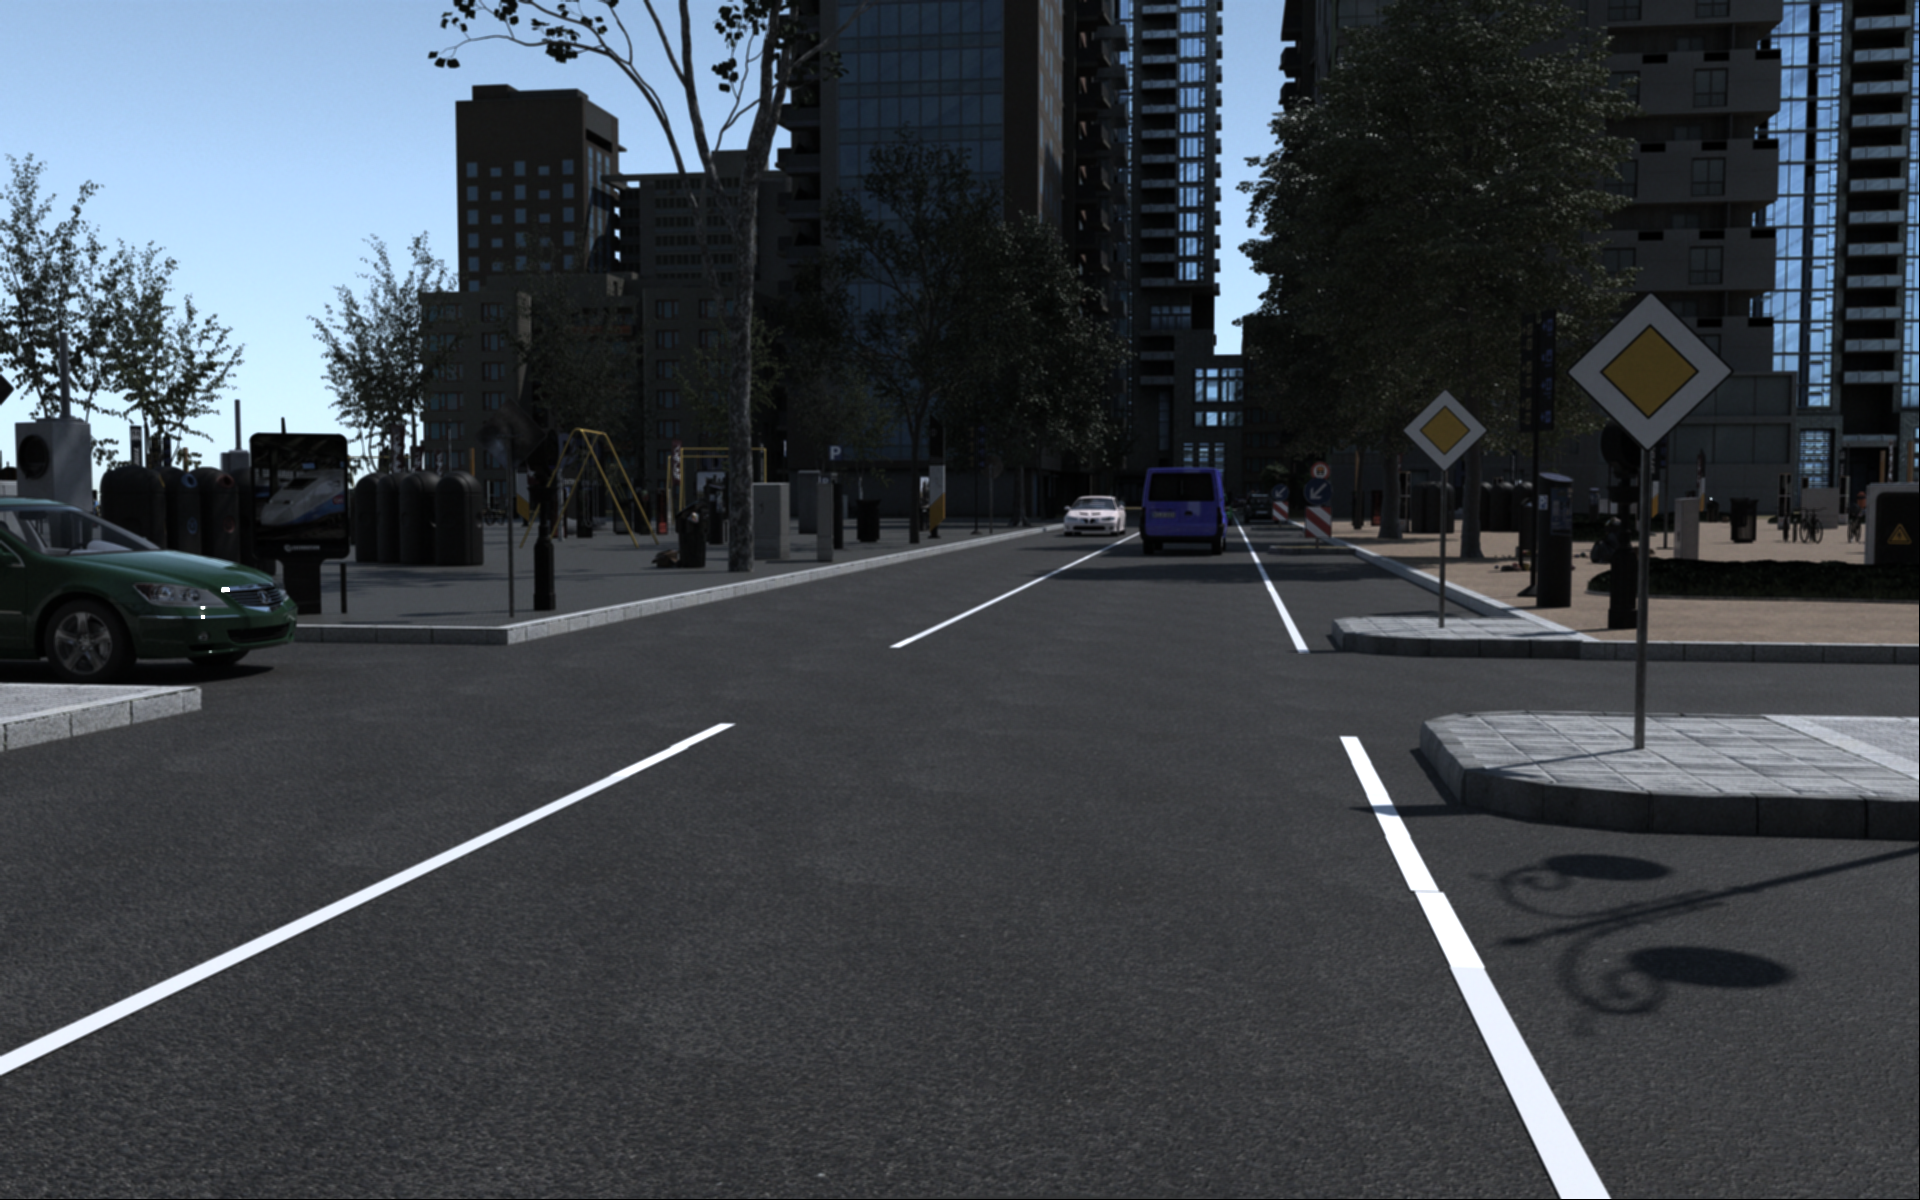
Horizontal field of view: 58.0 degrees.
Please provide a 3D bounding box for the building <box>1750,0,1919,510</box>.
[{"bbox_3d":[71.633,-50.941,145.552,31.000,86.520,22.319,1,4,9],"label":"building"}]

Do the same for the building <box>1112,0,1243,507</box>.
[{"bbox_3d":[14.930,-53.437,186.364,31.000,86.520,22.319,1,4,9],"label":"building"}]

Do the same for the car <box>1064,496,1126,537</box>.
[{"bbox_3d":[4.715,-2.918,60.064,2.083,1.381,4.827,1,4,10],"label":"car"}]

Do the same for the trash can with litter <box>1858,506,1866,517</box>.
[{"bbox_3d":[20.261,-1.631,38.054,1.055,1.170,0.624,-3,4,-39],"label":"trash can with litter"}]

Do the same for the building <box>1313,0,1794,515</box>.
[{"bbox_3d":[38.497,-32.357,118.280,28.713,52.752,27.495,1,4,9],"label":"building"}]

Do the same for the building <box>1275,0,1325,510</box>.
[{"bbox_3d":[38.332,-30.119,147.064,22.147,44.769,28.867,1,4,9],"label":"building"}]

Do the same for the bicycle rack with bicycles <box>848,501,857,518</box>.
[{"bbox_3d":[-6.234,-4.844,92.583,2.925,0.926,2.852,1,4,12],"label":"bicycle rack with bicycles"}]

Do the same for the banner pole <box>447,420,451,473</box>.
[{"bbox_3d":[-17.067,-4.157,57.988,0.401,3.779,0.863,-1,4,-18],"label":"banner pole"}]

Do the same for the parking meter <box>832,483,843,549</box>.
[{"bbox_3d":[-2.923,-1.963,40.500,0.372,1.533,0.369,0,3,0],"label":"parking meter"}]

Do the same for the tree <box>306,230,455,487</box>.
[{"bbox_3d":[-15.412,-5.953,47.701,4.360,8.622,3.978,0,3,0],"label":"tree"}]

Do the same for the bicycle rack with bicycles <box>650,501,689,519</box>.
[{"bbox_3d":[-15.216,-4.617,88.871,2.852,0.926,2.925,-1,4,-21],"label":"bicycle rack with bicycles"}]

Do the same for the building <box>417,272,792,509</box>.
[{"bbox_3d":[-30.051,-19.269,160.082,28.899,21.520,27.650,1,4,9],"label":"building"}]

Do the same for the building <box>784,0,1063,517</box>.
[{"bbox_3d":[-1.554,-27.581,101.068,14.600,45.320,14.200,1,4,9],"label":"building"}]

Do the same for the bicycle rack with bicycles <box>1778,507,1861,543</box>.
[{"bbox_3d":[23.009,-1.995,45.997,2.852,0.926,2.925,2,4,28],"label":"bicycle rack with bicycles"}]

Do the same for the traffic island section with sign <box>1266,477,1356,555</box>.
[{"bbox_3d":[8.461,-2.020,41.661,1.989,1.847,2.006,1,4,9],"label":"traffic island section with sign"}]

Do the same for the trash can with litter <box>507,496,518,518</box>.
[{"bbox_3d":[-23.730,-4.911,91.688,0.624,1.170,1.055,-3,4,-37],"label":"trash can with litter"}]

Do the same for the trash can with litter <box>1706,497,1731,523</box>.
[{"bbox_3d":[34.150,-4.071,77.940,1.055,1.170,0.624,2,4,27],"label":"trash can with litter"}]

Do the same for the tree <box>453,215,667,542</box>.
[{"bbox_3d":[-10.555,-5.884,46.559,4.360,8.622,3.978,0,3,0],"label":"tree"}]

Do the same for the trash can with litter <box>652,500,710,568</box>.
[{"bbox_3d":[-4.908,-1.154,30.260,1.055,1.170,0.624,2,4,24],"label":"trash can with litter"}]

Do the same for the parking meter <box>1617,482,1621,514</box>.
[{"bbox_3d":[31.765,-4.744,83.276,0.255,1.863,0.399,1,4,19],"label":"parking meter"}]

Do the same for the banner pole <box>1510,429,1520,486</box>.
[{"bbox_3d":[21.400,-4.695,66.781,0.401,3.779,0.863,-1,4,-9],"label":"banner pole"}]

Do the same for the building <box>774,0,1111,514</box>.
[{"bbox_3d":[-0.913,-28.640,122.887,22.147,44.769,28.867,1,4,9],"label":"building"}]

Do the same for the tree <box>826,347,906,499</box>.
[{"bbox_3d":[-4.786,-8.225,84.835,4.737,8.622,4.395,0,3,0],"label":"tree"}]

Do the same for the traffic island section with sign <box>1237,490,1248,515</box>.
[{"bbox_3d":[19.989,-6.668,117.650,1.989,1.847,2.006,1,4,9],"label":"traffic island section with sign"}]

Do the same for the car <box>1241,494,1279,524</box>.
[{"bbox_3d":[14.805,-4.595,84.906,2.009,1.686,4.222,1,4,10],"label":"car"}]

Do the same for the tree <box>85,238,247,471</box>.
[{"bbox_3d":[-23.170,-6.101,50.108,4.737,8.622,4.395,0,3,0],"label":"tree"}]

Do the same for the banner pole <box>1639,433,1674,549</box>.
[{"bbox_3d":[16.290,-3.086,40.475,0.863,3.779,0.401,3,4,38],"label":"banner pole"}]

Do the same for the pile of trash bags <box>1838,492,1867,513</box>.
[{"bbox_3d":[40.844,-4.299,80.045,3.447,1.369,1.912,-2,4,-30],"label":"pile of trash bags"}]

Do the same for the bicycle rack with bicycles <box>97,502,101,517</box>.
[{"bbox_3d":[-46.988,-4.913,93.711,2.852,0.926,2.925,-3,5,-41],"label":"bicycle rack with bicycles"}]

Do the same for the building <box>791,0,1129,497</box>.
[{"bbox_3d":[-0.298,-32.899,157.511,30.456,49.044,23.786,1,4,9],"label":"building"}]

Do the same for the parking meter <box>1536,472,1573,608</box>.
[{"bbox_3d":[6.762,-0.690,19.686,0.372,1.533,0.369,0,3,0],"label":"parking meter"}]

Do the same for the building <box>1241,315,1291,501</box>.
[{"bbox_3d":[44.996,-20.881,186.442,28.899,21.520,27.650,1,4,9],"label":"building"}]

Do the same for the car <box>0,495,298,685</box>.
[{"bbox_3d":[-7.834,-0.138,14.047,4.920,1.459,2.131,1,4,10],"label":"car"}]

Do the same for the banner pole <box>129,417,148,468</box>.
[{"bbox_3d":[-26.437,-4.031,55.921,0.401,3.779,0.863,1,4,22],"label":"banner pole"}]

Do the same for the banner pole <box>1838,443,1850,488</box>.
[{"bbox_3d":[43.650,-5.842,85.534,0.401,3.779,0.863,-1,4,-12],"label":"banner pole"}]

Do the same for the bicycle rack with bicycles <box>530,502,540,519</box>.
[{"bbox_3d":[-22.304,-4.597,88.535,2.852,0.926,2.925,0,4,5],"label":"bicycle rack with bicycles"}]

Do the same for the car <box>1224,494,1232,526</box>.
[{"bbox_3d":[11.526,-4.311,79.276,1.959,1.807,4.718,0,4,7],"label":"car"}]

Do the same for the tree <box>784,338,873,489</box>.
[{"bbox_3d":[-6.249,-7.865,78.948,4.360,8.622,3.978,0,3,0],"label":"tree"}]

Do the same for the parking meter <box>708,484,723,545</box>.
[{"bbox_3d":[-6.221,-2.185,44.137,0.372,1.533,0.369,0,3,0],"label":"parking meter"}]

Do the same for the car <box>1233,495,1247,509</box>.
[{"bbox_3d":[26.854,-9.306,164.733,1.945,1.354,3.894,1,4,8],"label":"car"}]

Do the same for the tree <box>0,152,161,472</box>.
[{"bbox_3d":[-19.619,-5.338,37.632,4.360,8.622,3.978,0,3,0],"label":"tree"}]

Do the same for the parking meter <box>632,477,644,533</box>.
[{"bbox_3d":[-10.652,-3.156,57.318,0.399,1.863,0.255,-1,4,-11],"label":"parking meter"}]

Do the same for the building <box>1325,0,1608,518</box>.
[{"bbox_3d":[28.081,-25.376,98.499,14.154,41.232,14.086,1,4,9],"label":"building"}]

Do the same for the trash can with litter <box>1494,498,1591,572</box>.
[{"bbox_3d":[9.869,-1.111,29.222,1.678,1.210,2.233,3,5,44],"label":"trash can with litter"}]

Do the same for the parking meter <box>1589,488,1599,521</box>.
[{"bbox_3d":[25.710,-3.780,70.209,0.372,1.533,0.369,0,3,0],"label":"parking meter"}]

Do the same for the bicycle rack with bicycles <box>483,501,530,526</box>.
[{"bbox_3d":[-19.864,-3.534,71.167,2.852,0.926,2.925,2,4,32],"label":"bicycle rack with bicycles"}]

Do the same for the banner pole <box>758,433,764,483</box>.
[{"bbox_3d":[-8.184,-4.971,71.296,0.401,3.779,0.863,1,4,8],"label":"banner pole"}]

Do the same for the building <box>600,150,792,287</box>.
[{"bbox_3d":[-25.553,-30.973,198.295,23.993,40.220,32.217,1,4,9],"label":"building"}]

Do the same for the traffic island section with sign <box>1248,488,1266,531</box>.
[{"bbox_3d":[12.500,-3.650,68.312,1.989,1.847,2.006,1,4,9],"label":"traffic island section with sign"}]

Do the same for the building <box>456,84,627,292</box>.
[{"bbox_3d":[-45.968,-33.173,192.489,14.200,45.320,14.600,1,4,9],"label":"building"}]
